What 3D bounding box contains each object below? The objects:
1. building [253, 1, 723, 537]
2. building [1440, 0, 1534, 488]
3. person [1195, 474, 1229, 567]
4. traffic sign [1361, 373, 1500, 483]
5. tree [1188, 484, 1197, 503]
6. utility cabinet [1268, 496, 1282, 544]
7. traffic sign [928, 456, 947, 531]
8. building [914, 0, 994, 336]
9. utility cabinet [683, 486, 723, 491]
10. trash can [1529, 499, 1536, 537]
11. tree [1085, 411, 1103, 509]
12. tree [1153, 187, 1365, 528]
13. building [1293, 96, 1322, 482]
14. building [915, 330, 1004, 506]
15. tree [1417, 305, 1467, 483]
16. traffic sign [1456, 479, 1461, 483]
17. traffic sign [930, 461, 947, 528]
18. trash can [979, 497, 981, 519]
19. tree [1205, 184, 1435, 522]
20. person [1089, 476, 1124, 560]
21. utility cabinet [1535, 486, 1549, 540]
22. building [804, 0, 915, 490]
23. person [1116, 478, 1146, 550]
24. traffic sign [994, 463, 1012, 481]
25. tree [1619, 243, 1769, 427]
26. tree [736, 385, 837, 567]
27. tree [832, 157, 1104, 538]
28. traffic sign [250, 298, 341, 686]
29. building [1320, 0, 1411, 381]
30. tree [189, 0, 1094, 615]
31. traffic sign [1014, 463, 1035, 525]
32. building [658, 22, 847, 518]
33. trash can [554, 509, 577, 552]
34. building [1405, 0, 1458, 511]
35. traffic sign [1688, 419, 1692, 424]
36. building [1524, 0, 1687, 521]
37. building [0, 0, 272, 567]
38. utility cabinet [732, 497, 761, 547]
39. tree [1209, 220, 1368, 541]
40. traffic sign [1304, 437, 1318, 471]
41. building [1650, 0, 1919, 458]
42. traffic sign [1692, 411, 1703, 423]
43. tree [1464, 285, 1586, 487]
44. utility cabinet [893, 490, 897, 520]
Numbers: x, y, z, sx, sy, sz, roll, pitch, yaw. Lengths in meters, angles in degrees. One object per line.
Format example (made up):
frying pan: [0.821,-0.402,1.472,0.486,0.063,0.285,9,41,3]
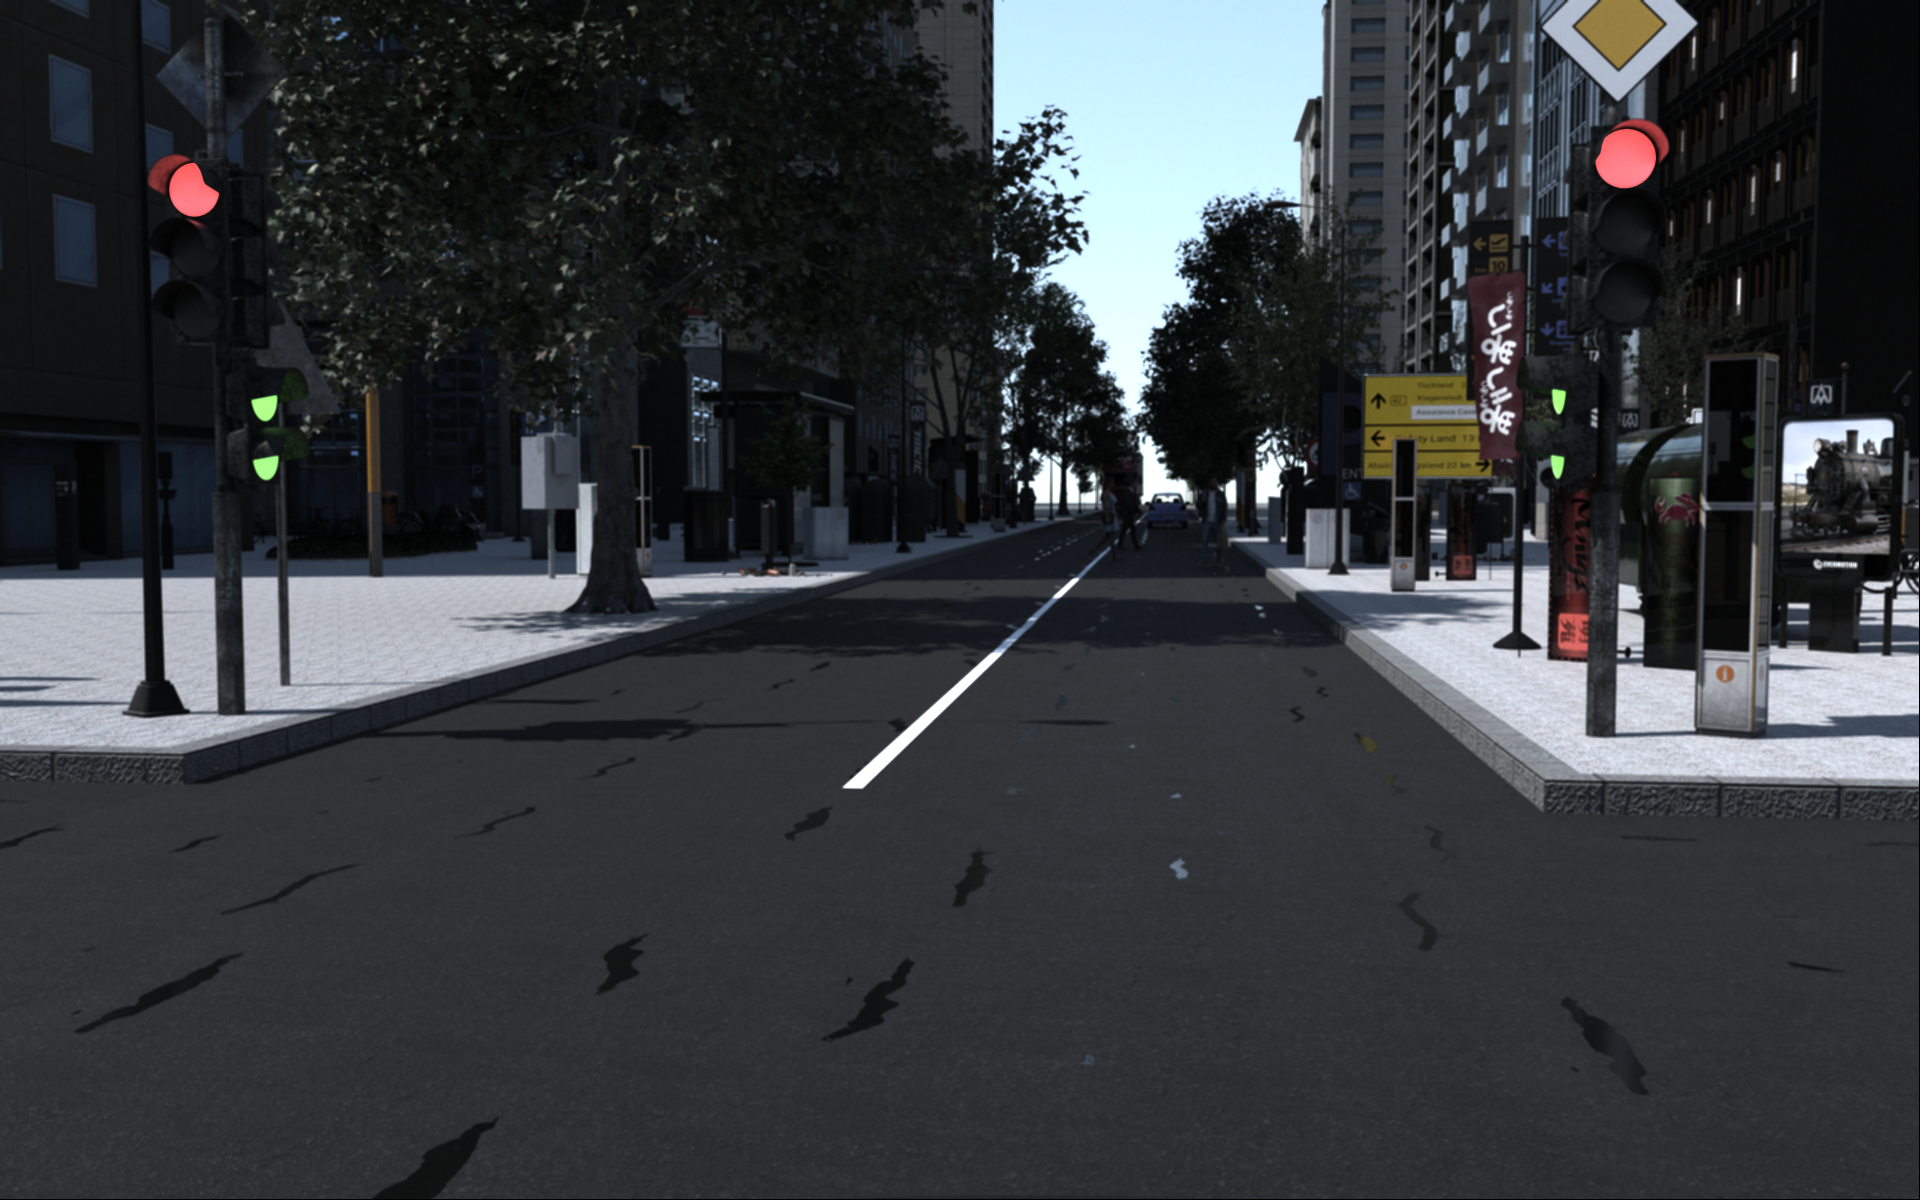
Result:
building: [-21.985,-46.061,65.762,22.319,86.520,31.000,0,4,7]
building: [41.779,-29.652,104.422,23.786,49.044,30.456,0,4,7]
person: [4.948,-1.540,33.656,0.794,1.824,0.713,2,4,30]
traffic sign: [7.929,-2.162,29.227,2.265,3.308,0.079,1,4,12]
tree: [12.362,-7.808,78.021,4.737,8.622,4.395,0,3,0]
utility cabinet: [8.117,-2.048,44.652,0.306,1.237,1.020,0,4,7]
traffic sign: [-0.663,-3.633,59.409,0.884,2.594,0.081,1,4,12]
building: [-4.127,-47.935,221.987,20.563,71.187,20.611,0,4,7]
utility cabinet: [-6.928,-2.328,46.738,1.173,1.500,0.318,2,4,33]
trash can: [17.514,-2.478,52.171,0.748,1.137,0.748,0,3,0]
tree: [12.448,-12.390,152.940,4.737,8.622,4.395,0,3,0]
tree: [10.791,-9.052,65.010,9.611,12.733,9.660,0,3,0]
building: [58.455,-38.849,224.421,28.713,52.752,27.495,0,4,7]
building: [-10.061,-21.669,199.327,27.650,21.520,28.899,0,4,7]
tree: [19.978,-7.234,68.637,4.360,8.622,3.978,0,3,0]
traffic sign: [8.700,-1.841,30.214,0.768,2.556,0.104,1,4,14]
traffic sign: [-0.777,-3.988,65.303,0.768,2.556,0.104,1,4,14]
trash can: [0.719,-4.486,85.007,0.748,1.137,0.748,0,3,0]
tree: [8.249,-5.514,40.509,4.737,8.622,4.395,0,3,0]
person: [3.176,-1.772,37.564,0.778,1.811,0.616,1,4,17]
utility cabinet: [16.397,-2.409,48.070,0.318,1.500,1.173,3,5,44]
building: [-11.443,-29.719,136.009,14.600,45.320,14.200,0,4,7]
person: [4.383,-2.203,44.295,0.755,1.850,0.659,0,4,7]
traffic sign: [1.758,-4.351,71.247,0.768,2.556,0.104,1,4,11]
tree: [21.000,-6.131,50.605,4.360,8.622,3.978,0,3,0]
tree: [-3.075,-2.229,31.039,1.663,3.219,1.824,0,3,0]
tree: [-0.199,-7.655,50.919,9.928,11.665,9.643,0,3,0]
traffic sign: [-4.519,-0.705,11.526,0.884,2.594,0.081,1,4,15]
building: [51.587,-40.036,196.587,21.231,58.520,28.212,0,4,7]
tree: [-3.733,-6.219,18.691,9.611,12.733,9.660,0,3,0]
traffic sign: [2.676,-4.375,71.543,0.884,2.594,0.081,1,4,8]
building: [-22.319,-31.293,100.873,28.713,52.752,27.495,0,4,7]
trash can: [-8.722,-1.634,38.374,0.748,1.137,0.748,0,3,0]
building: [43.237,-42.284,129.600,20.563,71.187,20.611,0,4,7]
traffic sign: [10.030,-1.290,23.218,0.606,2.300,0.079,1,4,14]
building: [31.706,-15.499,71.430,12.078,24.808,19.932,0,4,7]
building: [-23.252,-23.351,31.901,14.600,45.320,14.200,0,4,7]
utility cabinet: [-5.026,-1.897,42.178,1.020,1.237,0.306,2,4,24]
tree: [9.090,-5.946,47.584,4.360,8.622,3.978,0,3,0]
traffic sign: [7.972,-2.330,38.208,0.768,2.556,0.104,1,4,13]
building: [30.015,-13.678,53.311,12.332,23.373,15.834,0,4,7]
traffic sign: [9.083,-1.141,20.793,0.606,2.300,0.079,1,4,15]
tree: [19.696,-6.657,59.210,4.737,8.622,4.395,0,3,0]
utility cabinet: [-3.030,-4.616,84.158,0.318,1.500,1.173,2,4,33]
